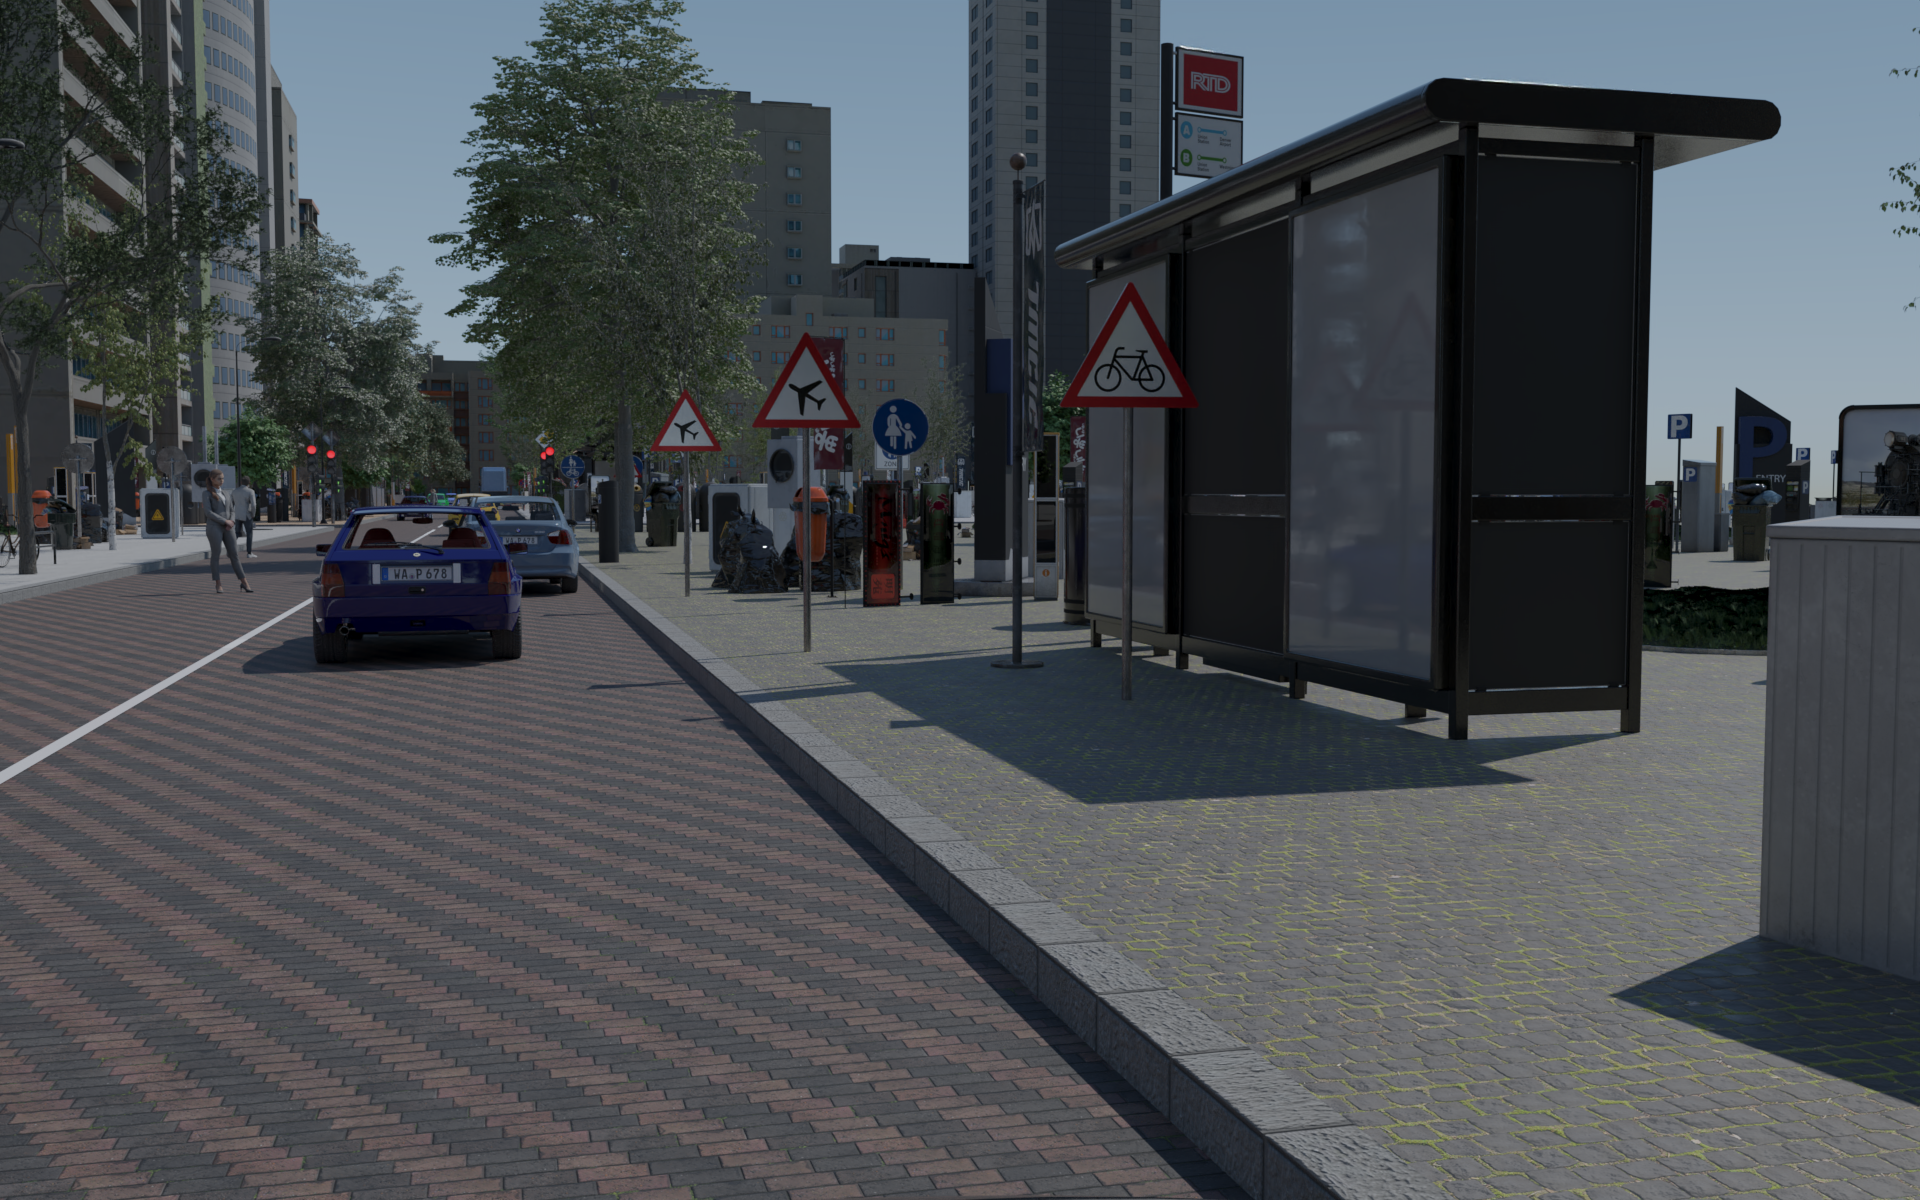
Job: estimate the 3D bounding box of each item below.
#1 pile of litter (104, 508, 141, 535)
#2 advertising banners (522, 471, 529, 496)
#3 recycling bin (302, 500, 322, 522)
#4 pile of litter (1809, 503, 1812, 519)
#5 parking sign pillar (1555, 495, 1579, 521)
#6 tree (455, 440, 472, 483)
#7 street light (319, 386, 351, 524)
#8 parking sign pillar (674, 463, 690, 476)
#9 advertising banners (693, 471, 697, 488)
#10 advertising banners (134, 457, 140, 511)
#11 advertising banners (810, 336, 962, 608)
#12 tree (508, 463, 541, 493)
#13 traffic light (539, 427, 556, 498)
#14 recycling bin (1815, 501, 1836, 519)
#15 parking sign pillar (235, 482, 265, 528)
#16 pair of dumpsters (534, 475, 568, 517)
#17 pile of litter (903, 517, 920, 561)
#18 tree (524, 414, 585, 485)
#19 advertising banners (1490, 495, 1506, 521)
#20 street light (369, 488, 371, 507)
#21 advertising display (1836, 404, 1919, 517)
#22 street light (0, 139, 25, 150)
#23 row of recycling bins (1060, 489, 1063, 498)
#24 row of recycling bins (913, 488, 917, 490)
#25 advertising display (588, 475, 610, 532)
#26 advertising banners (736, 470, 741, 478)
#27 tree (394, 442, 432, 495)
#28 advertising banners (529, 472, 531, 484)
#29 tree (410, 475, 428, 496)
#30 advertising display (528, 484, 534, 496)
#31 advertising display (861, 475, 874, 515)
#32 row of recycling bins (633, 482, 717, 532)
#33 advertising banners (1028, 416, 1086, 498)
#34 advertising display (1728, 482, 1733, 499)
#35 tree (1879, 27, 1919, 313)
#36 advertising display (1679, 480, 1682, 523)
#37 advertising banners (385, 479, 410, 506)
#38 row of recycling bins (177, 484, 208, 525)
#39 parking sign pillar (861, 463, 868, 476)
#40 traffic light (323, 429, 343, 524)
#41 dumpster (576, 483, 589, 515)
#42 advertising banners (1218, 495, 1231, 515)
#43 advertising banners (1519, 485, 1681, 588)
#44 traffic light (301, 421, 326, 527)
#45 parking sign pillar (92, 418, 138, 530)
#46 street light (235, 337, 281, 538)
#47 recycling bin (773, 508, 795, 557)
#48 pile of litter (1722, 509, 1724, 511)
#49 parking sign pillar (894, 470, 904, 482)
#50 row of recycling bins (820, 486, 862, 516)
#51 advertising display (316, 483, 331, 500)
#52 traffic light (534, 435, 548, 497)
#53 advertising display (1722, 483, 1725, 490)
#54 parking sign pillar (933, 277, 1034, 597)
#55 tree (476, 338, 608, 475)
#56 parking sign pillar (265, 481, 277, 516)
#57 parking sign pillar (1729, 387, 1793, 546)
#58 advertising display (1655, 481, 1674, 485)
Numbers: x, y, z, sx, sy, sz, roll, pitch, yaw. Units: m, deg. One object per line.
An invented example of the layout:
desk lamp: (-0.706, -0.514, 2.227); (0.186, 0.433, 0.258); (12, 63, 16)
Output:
pile of litter: (-26.464, -2.482, 54.549); (1.719, 0.858, 1.176); (-2, 4, -29)
advertising banners: (-33.454, -8.362, 132.906); (0.090, 3.025, 2.074); (-1, 4, -9)
recycling bin: (-29.636, -4.076, 79.195); (0.722, 1.027, 0.722); (0, 4, -7)
pile of litter: (39.745, -4.074, 80.581); (1.176, 0.858, 1.719); (0, 4, -6)
parking sign pillar: (21.576, -4.429, 60.893); (1.447, 3.967, 1.447); (-2, 4, -25)
tree: (-63.418, -17.761, 207.399); (9.611, 12.733, 9.660); (0, 3, 0)
street light: (-26.838, -6.232, 74.439); (1.470, 5.913, 1.316); (-1, 4, -15)
parking sign pillar: (-15.651, -6.661, 97.373); (1.447, 3.967, 1.447); (-2, 4, -35)
advertising banners: (-20.795, -8.393, 133.407); (0.090, 3.025, 2.074); (2, 4, 24)
advertising banners: (-37.043, -5.080, 79.249); (2.074, 3.025, 0.090); (0, 4, -1)
advertising banners: (-0.867, -1.440, 19.728); (2.074, 3.025, 0.090); (-2, 4, -33)
tree: (-39.062, -10.569, 156.510); (4.285, 4.588, 4.351); (0, 3, 0)
traffic light: (-16.373, -4.903, 69.090); (0.839, 4.253, 0.868); (-1, 4, -15)
recycling bin: (31.036, -3.024, 61.994); (0.722, 1.027, 0.722); (2, 4, 32)
parking sign pillar: (-27.421, -4.706, 65.418); (1.447, 3.967, 1.447); (0, 4, 2)
pair of dumpsters: (-20.626, -5.194, 87.415); (1.574, 2.255, 4.437); (-1, 4, -15)
pile of litter: (-1.059, -1.223, 33.955); (1.176, 0.858, 1.719); (-1, 4, -10)
tree: (-28.400, -10.393, 120.289); (4.737, 8.622, 4.395); (0, 3, 0)
advertising banners: (9.620, -2.154, 31.403); (2.074, 3.025, 0.090); (1, 4, 10)
street light: (-34.711, -8.006, 103.446); (1.470, 5.913, 1.316); (-1, 4, -15)
advertising display: (6.805, -0.439, 12.390); (0.974, 1.923, 0.123); (2, 4, 30)
street light: (-12.931, -3.067, 22.683); (1.470, 5.913, 1.316); (-1, 4, -15)
row of recycling bins: (9.608, -8.818, 151.294); (3.534, 1.692, 1.069); (3, 4, 37)
row of recycling bins: (-3.641, -8.598, 147.693); (1.069, 1.692, 3.534); (-1, 4, -23)
advertising display: (-12.206, -3.267, 58.633); (0.123, 1.923, 0.974); (2, 4, 31)
advertising banners: (-16.734, -8.023, 127.365); (0.090, 3.025, 2.074); (-3, 5, -44)
tree: (-51.386, -12.829, 160.114); (4.737, 8.622, 4.395); (0, 3, 0)
advertising banners: (-33.385, -8.557, 136.094); (0.090, 3.025, 2.074); (2, 4, 24)
tree: (-59.501, -11.935, 189.742); (1.663, 3.219, 1.824); (0, 3, 0)
advertising display: (-28.285, -6.668, 114.230); (0.123, 1.923, 0.974); (-2, 4, -28)
advertising display: (-3.103, -3.232, 58.061); (0.123, 1.923, 0.974); (-1, 4, -21)
row of recycling bins: (-9.836, -3.161, 58.795); (3.534, 1.692, 1.069); (-1, 4, -13)
advertising banners: (2.013, -2.623, 39.078); (2.074, 3.025, 0.090); (2, 4, 28)
advertising display: (42.348, -5.453, 94.374); (0.123, 1.923, 0.974); (-3, 5, -40)
tree: (13.963, -4.408, 22.431); (4.360, 8.622, 3.978); (0, 3, 0)
advertising display: (32.312, -4.425, 77.556); (0.123, 1.923, 0.974); (2, 4, 27)
advertising banners: (-46.867, -9.073, 144.528); (2.074, 3.025, 0.090); (-1, 4, -19)
row of recycling bins: (-32.867, -4.095, 74.070); (1.069, 1.692, 3.534); (-1, 4, -14)
parking sign pillar: (-8.174, -9.907, 150.448); (1.447, 3.967, 1.447); (1, 4, 14)
traffic light: (-26.994, -5.235, 74.509); (0.839, 4.253, 0.868); (-1, 4, -15)
dumpster: (-19.163, -5.109, 89.295); (1.264, 1.857, 1.865); (-1, 4, -15)
advertising banners: (9.020, -4.136, 63.818); (2.074, 3.025, 0.090); (0, 4, 2)
advertising banners: (8.875, -1.702, 24.011); (2.074, 3.025, 0.090); (2, 4, 24)
traffic light: (-24.931, -4.763, 66.794); (0.839, 4.253, 0.868); (-1, 4, -15)
parking sign pillar: (-29.660, -4.417, 60.688); (1.447, 3.967, 1.447); (-3, 5, -43)
street light: (-20.745, -4.811, 51.195); (1.470, 5.913, 1.316); (-1, 4, -15)
recycling bin: (-3.362, -1.215, 32.424); (0.722, 1.027, 0.722); (-3, 4, -38)
pile of litter: (27.639, -3.039, 63.650); (1.176, 0.858, 1.719); (-2, 4, -27)
parking sign pillar: (-3.501, -6.671, 97.539); (1.447, 3.967, 1.447); (1, 4, 13)
row of recycling bins: (-5.814, -4.761, 84.948); (3.534, 1.692, 1.069); (2, 4, 31)
advertising display: (-37.099, -5.865, 101.110); (0.974, 1.923, 0.123); (-3, 5, -45)
traffic light: (-18.437, -5.375, 76.805); (0.839, 4.253, 0.868); (-1, 4, -15)
advertising display: (45.869, -6.078, 104.582); (0.974, 1.923, 0.123); (-3, 4, -38)
parking sign pillar: (0.540, -2.063, 22.207); (1.447, 3.967, 1.447); (1, 4, 15)
tree: (-24.757, -10.899, 103.948); (9.928, 11.665, 9.643); (0, 3, 0)
parking sign pillar: (-41.086, -6.961, 102.286); (1.447, 3.967, 1.447); (-3, 4, -38)
parking sign pillar: (20.125, -3.362, 43.433); (1.447, 3.967, 1.447); (1, 4, 15)
advertising display: (33.686, -4.749, 82.864); (0.123, 1.923, 0.974); (-2, 4, -33)
